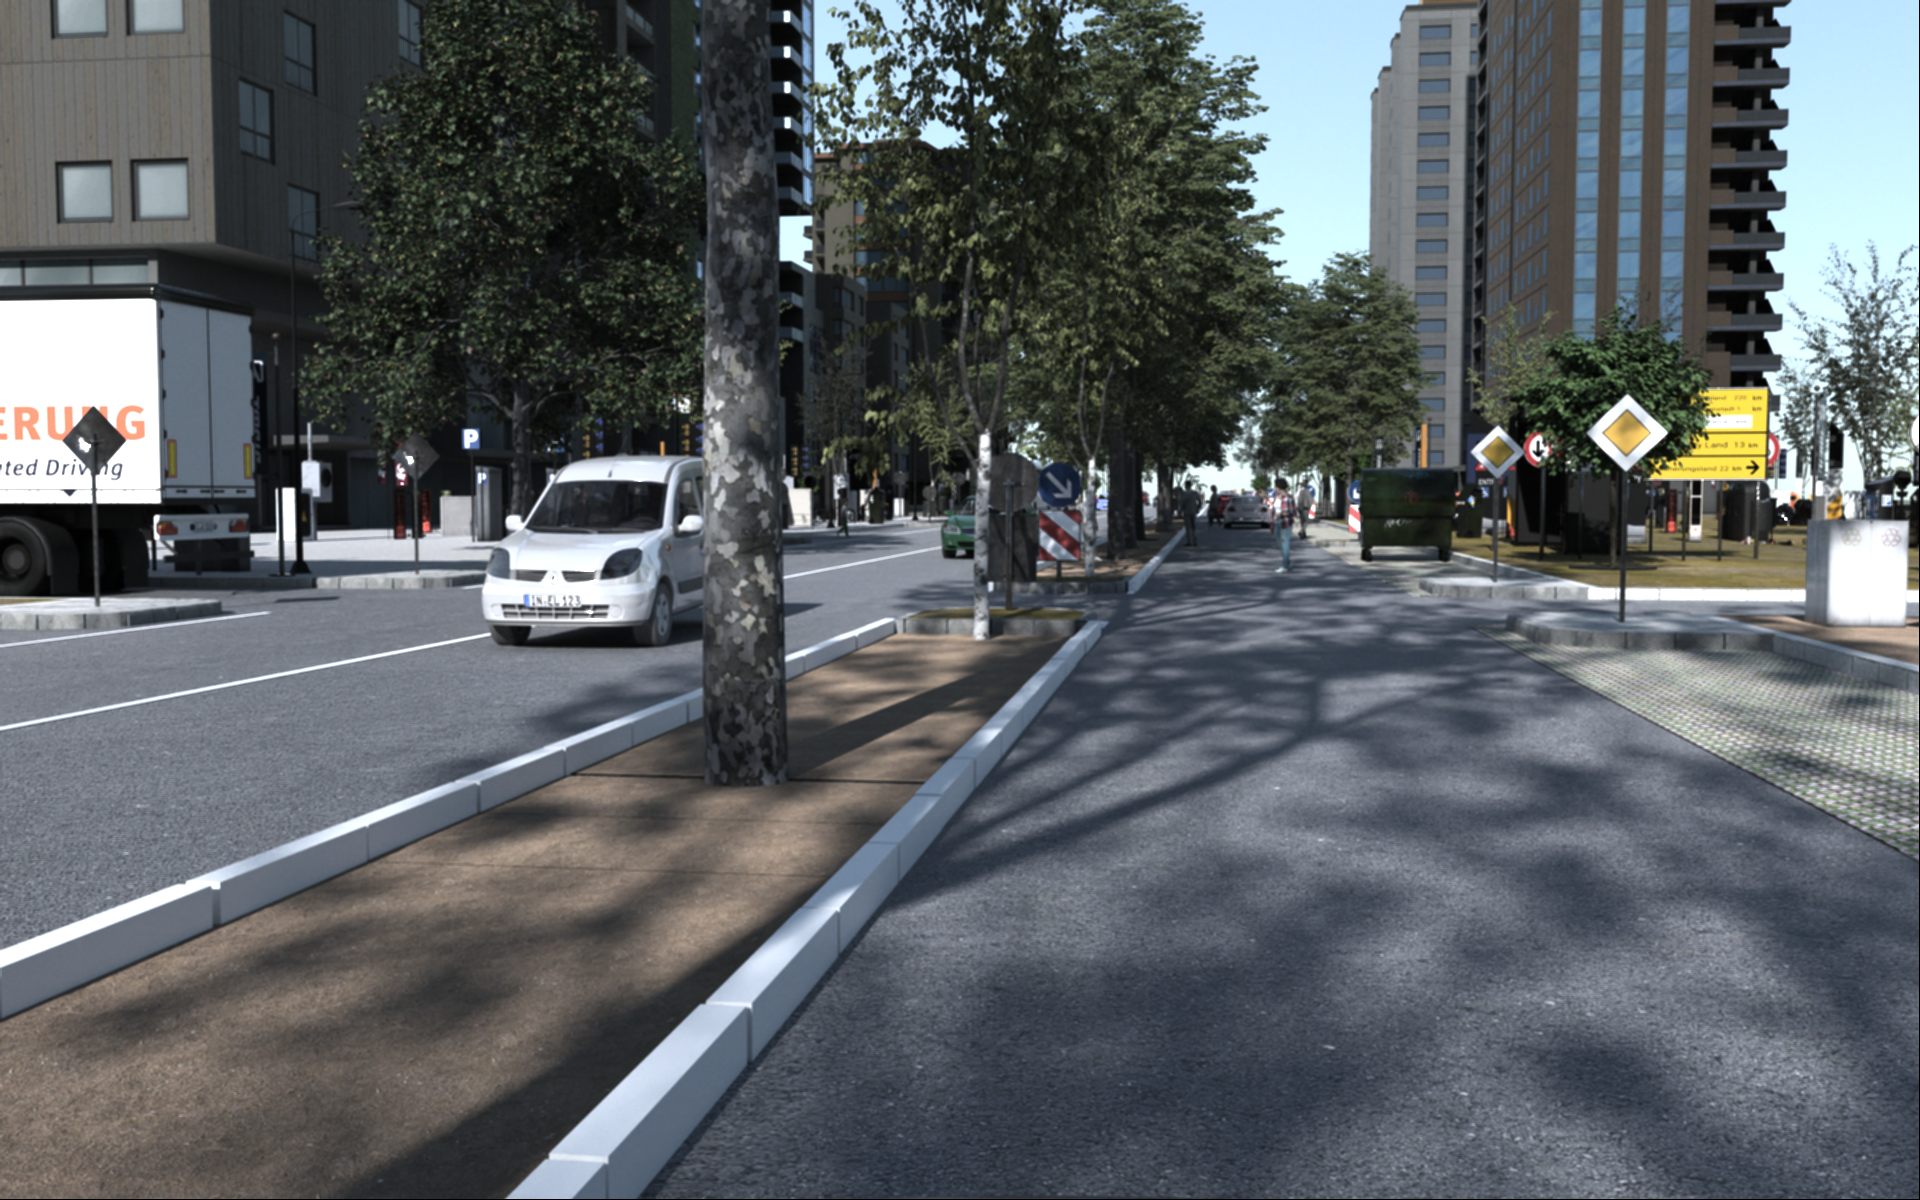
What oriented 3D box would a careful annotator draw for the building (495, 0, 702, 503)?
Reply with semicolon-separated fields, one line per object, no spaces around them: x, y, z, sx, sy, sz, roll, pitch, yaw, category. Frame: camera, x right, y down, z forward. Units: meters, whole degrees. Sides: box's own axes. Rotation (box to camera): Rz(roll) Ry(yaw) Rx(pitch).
-22.693;-25.004;92.403;14.154;41.232;14.086;1;4;8;building

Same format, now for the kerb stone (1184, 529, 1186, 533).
7.554;-2.259;59.184;0.120;0.150;1.000;1;4;8;kerb stone

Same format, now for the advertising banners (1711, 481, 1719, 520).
38.049;-5.536;86.703;2.074;3.025;0.090;-3;5;-40;advertising banners

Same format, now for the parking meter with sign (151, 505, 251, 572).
-12.690;-1.990;28.792;1.738;3.016;0.543;1;4;10;parking meter with sign

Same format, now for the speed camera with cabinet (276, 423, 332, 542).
-17.923;-3.242;47.348;0.660;3.252;2.038;0;4;8;speed camera with cabinet

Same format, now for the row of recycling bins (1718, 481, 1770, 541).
21.934;-2.525;48.396;1.069;1.692;3.534;1;4;16;row of recycling bins

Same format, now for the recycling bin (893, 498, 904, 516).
-3.495;-5.417;101.122;0.722;1.027;0.722;-1;4;-11;recycling bin

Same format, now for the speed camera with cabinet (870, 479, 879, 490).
-5.753;-6.617;102.528;2.038;3.252;0.660;2;4;35;speed camera with cabinet

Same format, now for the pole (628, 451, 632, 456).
-15.707;-5.417;82.412;0.158;3.312;0.155;0;3;0;pole

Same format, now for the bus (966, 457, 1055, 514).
2.607;-5.331;82.025;2.948;3.499;13.247;1;4;9;bus

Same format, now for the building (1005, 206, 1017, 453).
-3.663;-36.083;244.576;22.147;44.769;28.867;1;4;8;building

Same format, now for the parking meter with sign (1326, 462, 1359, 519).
20.113;-5.791;90.940;1.738;3.016;0.543;0;4;7;parking meter with sign

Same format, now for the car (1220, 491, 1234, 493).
29.033;-10.996;188.449;2.281;1.827;5.304;0;4;7;car

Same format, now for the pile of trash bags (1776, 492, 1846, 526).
33.743;-3.701;70.265;3.447;1.369;1.912;-1;4;-16;pile of trash bags

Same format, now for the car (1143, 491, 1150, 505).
22.970;-12.931;220.090;2.281;1.827;5.304;1;4;10;car

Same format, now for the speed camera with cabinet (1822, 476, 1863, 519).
45.991;-5.851;90.003;2.038;3.252;0.660;3;4;37;speed camera with cabinet

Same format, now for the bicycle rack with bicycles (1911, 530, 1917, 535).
30.990;-2.435;53.193;2.852;0.926;2.925;0;4;-7;bicycle rack with bicycles

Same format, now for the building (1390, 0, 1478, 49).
62.826;-40.886;210.492;21.231;58.520;28.212;1;4;8;building

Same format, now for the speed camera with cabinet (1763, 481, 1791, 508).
35.363;-4.980;75.761;2.038;3.252;0.660;-1;4;-22;speed camera with cabinet

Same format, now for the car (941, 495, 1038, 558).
0.786;-1.726;40.026;2.131;1.459;4.920;1;4;10;car

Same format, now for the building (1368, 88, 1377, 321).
67.061;-42.604;238.573;21.231;58.520;28.212;1;4;8;building

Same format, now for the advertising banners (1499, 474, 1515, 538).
16.087;-3.316;50.402;2.074;3.025;0.090;-3;5;-40;advertising banners

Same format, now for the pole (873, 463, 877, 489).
-4.877;-6.451;99.320;0.158;3.312;0.155;0;3;0;pole

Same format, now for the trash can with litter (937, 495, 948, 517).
-1.377;-5.193;95.970;2.233;1.210;1.678;-1;4;-15;trash can with litter

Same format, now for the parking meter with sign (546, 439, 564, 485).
-11.815;-3.318;50.505;0.543;3.016;1.738;-1;4;-14;parking meter with sign

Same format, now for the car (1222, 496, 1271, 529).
12.102;-3.717;73.140;2.083;1.381;4.827;0;4;8;car

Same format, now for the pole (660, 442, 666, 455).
-11.545;-4.501;67.434;0.158;3.312;0.155;0;3;0;pole

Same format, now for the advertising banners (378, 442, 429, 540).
-15.926;-3.245;49.237;0.090;3.025;2.074;1;4;22;advertising banners

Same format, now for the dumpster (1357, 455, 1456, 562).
9.426;-1.939;36.656;1.985;2.255;1.502;1;4;9;dumpster

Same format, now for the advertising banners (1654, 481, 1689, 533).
23.403;-3.711;56.870;2.074;3.025;0.090;-2;4;-27;advertising banners

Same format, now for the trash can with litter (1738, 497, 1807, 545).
20.977;-2.036;44.353;2.233;1.210;1.678;1;4;10;trash can with litter

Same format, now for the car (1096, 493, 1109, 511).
12.763;-8.622;150.554;1.945;1.707;3.694;0;4;8;car

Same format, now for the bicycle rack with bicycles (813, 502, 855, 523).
-5.880;-3.870;76.661;2.925;0.926;2.852;-1;4;-14;bicycle rack with bicycles

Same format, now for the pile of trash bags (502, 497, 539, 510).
-15.871;-3.450;66.159;3.447;1.369;1.912;-2;4;-31;pile of trash bags

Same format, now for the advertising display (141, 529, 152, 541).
-22.270;-2.585;47.484;0.974;1.923;0.123;-1;4;-13;advertising display

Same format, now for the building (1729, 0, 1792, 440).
44.994;-28.412;114.652;14.600;45.320;14.200;1;4;8;building

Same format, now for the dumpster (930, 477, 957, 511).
-1.074;-5.995;100.519;1.502;2.255;1.985;1;4;8;dumpster

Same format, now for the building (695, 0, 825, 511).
-21.963;-49.378;120.001;22.319;86.520;31.000;1;4;8;building

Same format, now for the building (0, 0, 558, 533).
-33.228;-29.072;64.560;28.713;52.752;27.495;1;4;8;building

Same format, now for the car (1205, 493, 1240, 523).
13.431;-4.786;87.284;2.155;1.783;4.494;0;4;8;car

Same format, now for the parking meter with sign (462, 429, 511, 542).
-12.748;-3.102;46.984;0.543;3.016;1.738;1;4;18;parking meter with sign

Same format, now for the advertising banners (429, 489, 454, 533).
-17.628;-3.721;57.020;2.074;3.025;0.090;0;4;-7;advertising banners

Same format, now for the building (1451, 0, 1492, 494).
52.916;-43.220;144.899;20.563;71.187;20.611;1;4;8;building

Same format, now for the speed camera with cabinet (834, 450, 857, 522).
-5.229;-5.187;79.147;0.660;3.252;2.038;1;4;12;speed camera with cabinet

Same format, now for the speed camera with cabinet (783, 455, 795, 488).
-8.554;-5.647;86.658;0.660;3.252;2.038;-1;4;-8;speed camera with cabinet

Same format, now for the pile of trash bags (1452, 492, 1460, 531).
17.096;-3.083;60.166;3.447;1.369;1.912;0;4;0;pile of trash bags

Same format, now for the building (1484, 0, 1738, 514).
47.447;-29.266;128.617;14.600;45.320;14.200;1;4;8;building

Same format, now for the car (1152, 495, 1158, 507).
21.769;-10.688;187.329;1.945;1.354;3.894;0;4;7;car

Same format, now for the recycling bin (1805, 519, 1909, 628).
8.778;-0.270;16.971;0.722;1.027;0.722;1;4;8;recycling bin

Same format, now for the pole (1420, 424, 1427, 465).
13.548;-3.476;50.676;0.158;3.312;0.155;0;3;0;pole

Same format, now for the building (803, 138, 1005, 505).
-7.447;-34.335;216.008;22.147;44.769;28.867;1;4;8;building

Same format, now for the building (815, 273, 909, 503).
-20.667;-18.795;152.330;27.650;21.520;28.899;1;4;8;building

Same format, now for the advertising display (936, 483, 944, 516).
-1.106;-5.670;97.911;0.123;1.923;0.974;1;4;20;advertising display
